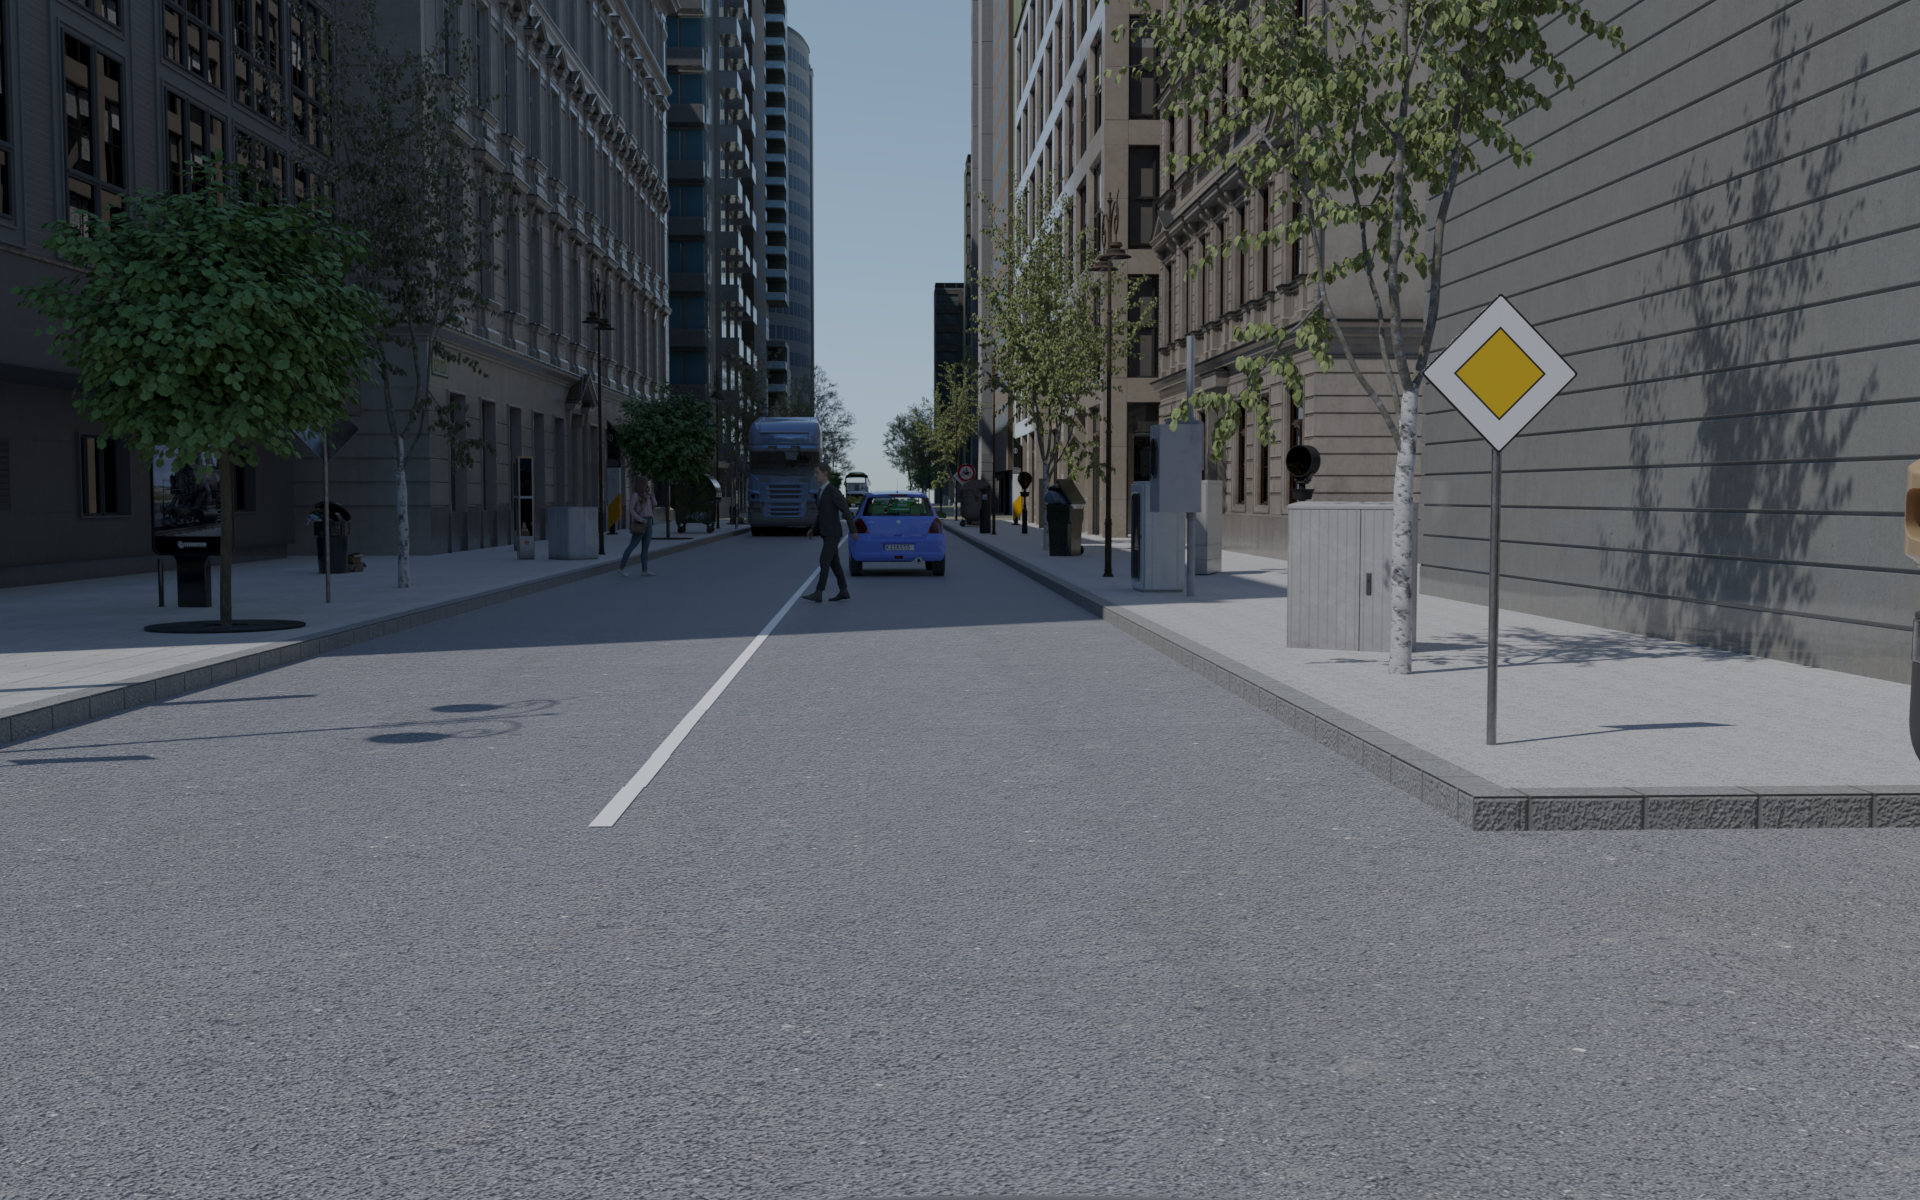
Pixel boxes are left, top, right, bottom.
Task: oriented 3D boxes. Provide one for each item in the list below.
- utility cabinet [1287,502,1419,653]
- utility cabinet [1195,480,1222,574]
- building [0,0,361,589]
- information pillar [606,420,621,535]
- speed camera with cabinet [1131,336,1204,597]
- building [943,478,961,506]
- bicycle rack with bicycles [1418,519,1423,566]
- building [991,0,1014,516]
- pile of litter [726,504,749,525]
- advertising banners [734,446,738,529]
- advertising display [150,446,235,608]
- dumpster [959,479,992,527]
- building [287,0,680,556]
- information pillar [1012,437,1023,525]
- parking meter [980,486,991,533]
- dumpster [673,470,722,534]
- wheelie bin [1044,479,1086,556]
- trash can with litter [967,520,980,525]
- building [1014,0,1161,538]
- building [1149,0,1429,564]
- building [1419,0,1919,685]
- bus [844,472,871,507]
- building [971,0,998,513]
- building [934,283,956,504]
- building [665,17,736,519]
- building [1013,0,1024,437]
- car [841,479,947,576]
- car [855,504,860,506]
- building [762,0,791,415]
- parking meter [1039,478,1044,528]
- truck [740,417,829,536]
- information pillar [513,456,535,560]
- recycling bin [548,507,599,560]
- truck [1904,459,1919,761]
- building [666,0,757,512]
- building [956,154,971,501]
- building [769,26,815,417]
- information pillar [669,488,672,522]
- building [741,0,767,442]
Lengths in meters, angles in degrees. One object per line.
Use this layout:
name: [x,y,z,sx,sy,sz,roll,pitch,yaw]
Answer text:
utility cabinet: [3.225,-0.190,14.274,1.020,1.237,0.306,2,4,31]
utility cabinet: [3.937,-1.170,27.812,0.318,1.500,1.173,1,4,20]
building: [-18.275,-13.962,21.789,14.314,27.812,24.014,0,4,-3]
information pillar: [-10.919,-3.870,54.629,0.504,3.616,0.183,2,4,28]
speed camera with cabinet: [2.655,-1.719,22.439,0.660,3.252,2.038,0,4,-4]
building: [14.181,-32.170,217.860,32.217,40.220,23.993,0,4,-3]
bicycle rack with bicycles: [8.433,-0.897,28.053,2.852,0.926,2.925,2,4,31]
building: [9.374,-27.979,107.574,14.600,45.320,14.200,0,4,-3]
pile of litter: [-9.320,-3.628,73.279,1.176,0.858,1.719,0,4,-3]
advertising banners: [-8.305,-4.156,64.139,0.090,3.025,2.074,0,4,-5]
advertising display: [-8.683,-0.880,19.596,0.974,1.923,0.123,1,4,11]
dumpster: [0.608,-3.821,68.226,1.264,1.857,1.865,0,4,-2]
building: [-19.838,-17.113,56.210,17.030,29.872,44.131,0,4,-3]
information pillar: [2.365,-4.877,71.090,0.504,3.616,0.183,3,5,44]
parking meter: [0.823,-2.944,56.547,0.372,1.533,0.369,0,3,0]
dumpster: [-8.684,-3.336,57.039,1.502,2.255,1.985,0,4,-2]
wheelie bin: [2.153,-1.714,35.940,0.693,1.594,0.980,2,4,33]
trash can with litter: [0.620,-3.658,71.198,0.624,1.170,1.055,-1,4,-19]
building: [13.006,-16.070,67.262,19.350,26.468,34.151,0,4,-3]
building: [10.657,-10.749,40.371,10.561,19.102,19.286,0,4,-3]
building: [20.859,-14.618,16.494,29.804,29.767,11.434,0,4,-3]
bus: [-11.530,-12.312,192.855,2.896,3.916,12.252,0,4,-4]
building: [11.293,-35.868,128.443,21.231,58.520,28.212,0,4,-3]
building: [3.372,-28.441,236.713,14.160,30.474,14.107,0,4,-3]
building: [-29.019,-24.619,94.395,32.217,40.220,23.993,0,4,-3]
building: [9.766,-25.076,93.586,14.154,41.232,14.086,0,4,-3]
car: [-1.189,-1.345,31.586,1.945,1.707,3.694,0,4,-4]
car: [-11.483,-11.852,203.558,2.009,1.686,4.222,0,4,-4]
building: [-28.118,-53.262,183.512,22.319,86.520,31.000,0,4,-3]
parking meter: [3.079,-3.618,64.865,0.255,1.863,0.399,0,4,3]
truck: [-6.317,-4.689,66.423,2.967,4.110,18.799,0,4,-3]
information pillar: [-8.521,-1.800,33.930,0.304,2.012,0.304,-2,4,-23]
recycling bin: [-7.601,-1.314,34.031,0.722,1.027,0.722,3,5,41]
truck: [8.248,-0.986,5.031,11.283,4.237,2.839,0,4,-1]
building: [-26.070,-30.694,121.456,23.786,49.044,30.456,0,4,-3]
building: [7.259,-23.154,150.262,14.160,30.474,14.107,0,4,-3]
building: [-29.158,-41.138,214.607,21.231,58.520,28.212,0,4,-3]
information pillar: [-13.534,-5.418,79.946,0.183,3.616,0.504,1,4,19]
building: [-23.570,-30.207,143.988,14.600,45.320,14.200,0,4,-3]
